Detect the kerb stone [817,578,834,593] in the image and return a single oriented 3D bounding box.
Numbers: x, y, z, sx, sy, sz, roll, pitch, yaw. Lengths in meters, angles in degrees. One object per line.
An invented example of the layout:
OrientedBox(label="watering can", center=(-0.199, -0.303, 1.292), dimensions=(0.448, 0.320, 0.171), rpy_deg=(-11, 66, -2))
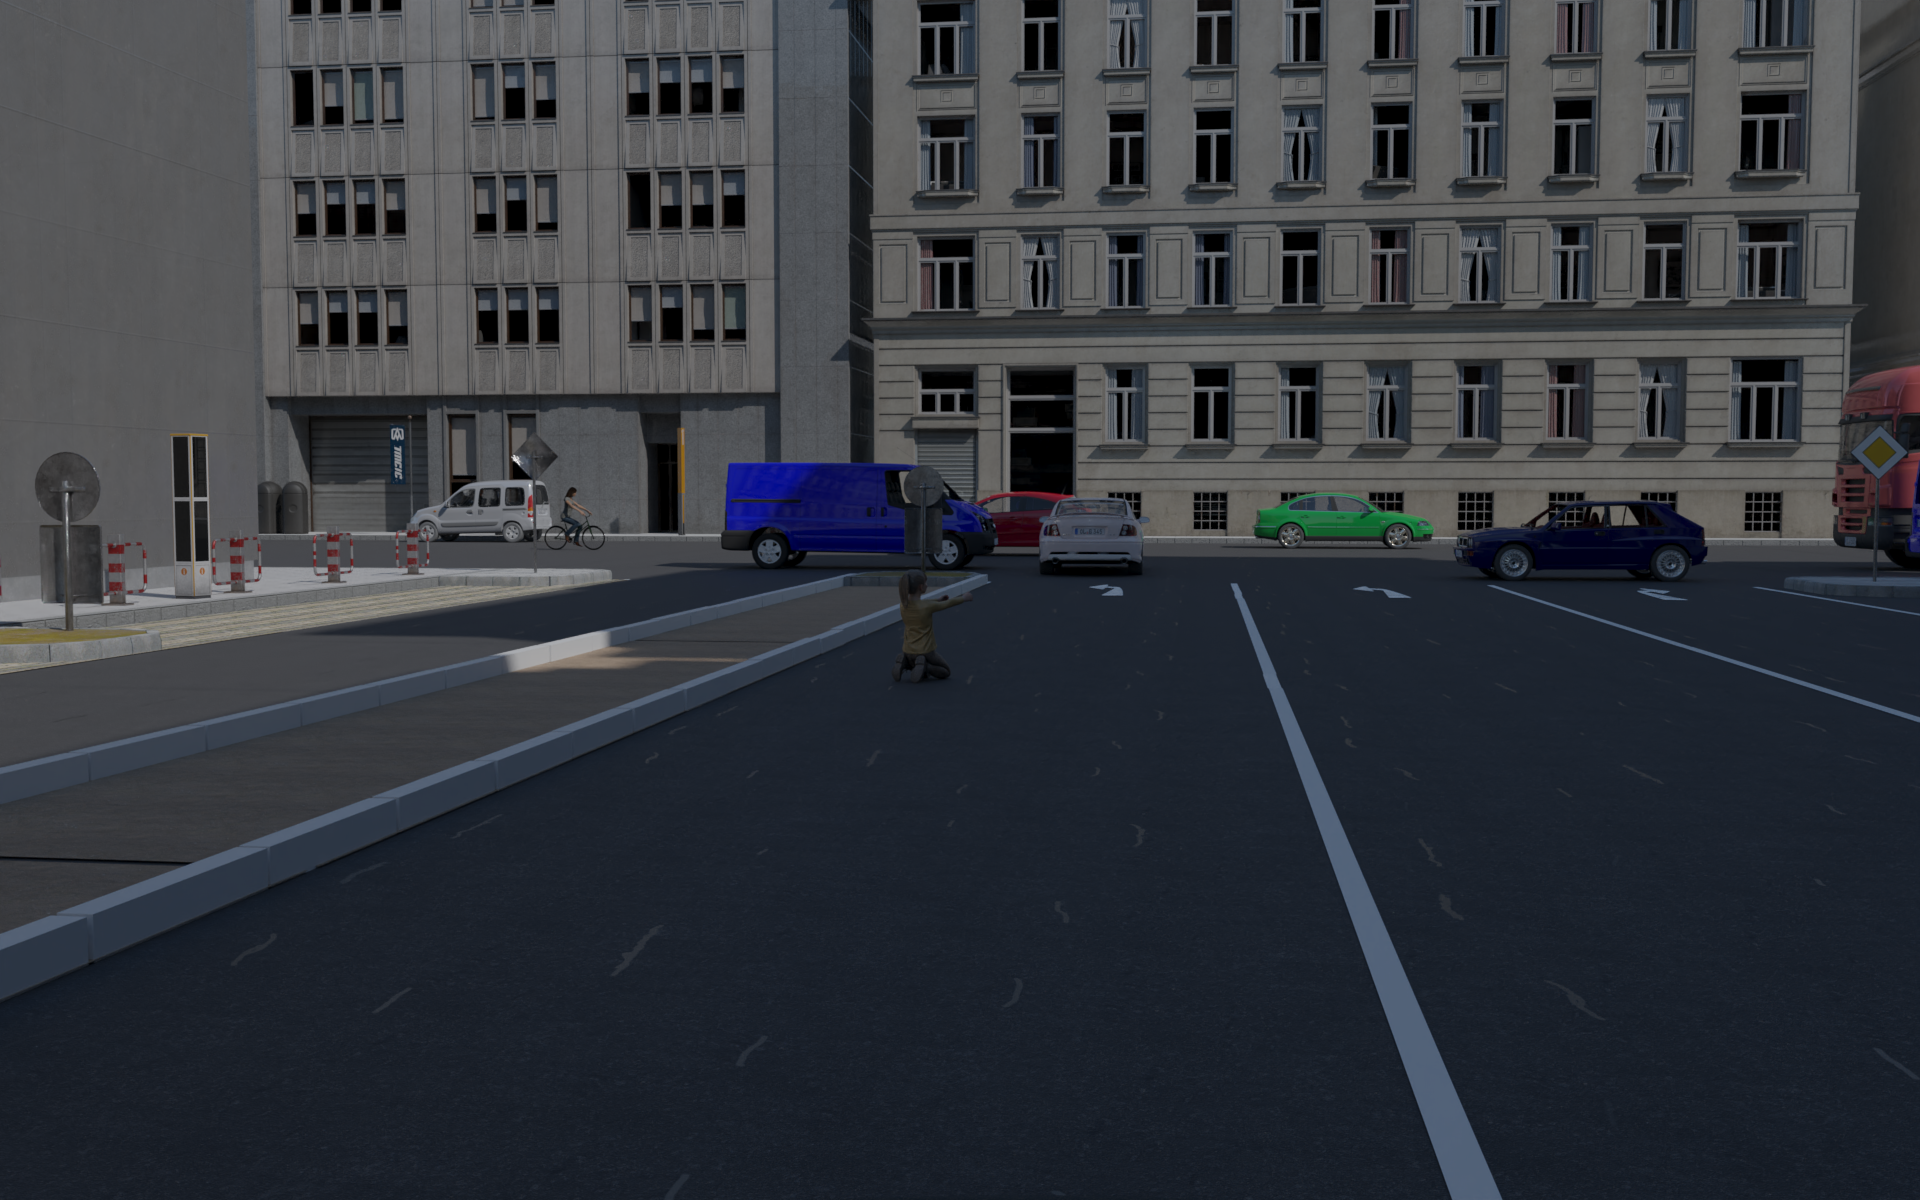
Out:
OrientedBox(label="kerb stone", center=(-2.051, -0.195, 25.386), dimensions=(0.120, 0.150, 1.000), rpy_deg=(0, 4, 8))

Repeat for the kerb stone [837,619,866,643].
OrientedBox(label="kerb stone", center=(-1.103, 0.318, 16.994), dimensions=(0.120, 0.150, 1.000), rpy_deg=(0, 4, 8))

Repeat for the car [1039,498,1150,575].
OrientedBox(label="car", center=(2.478, -1.209, 32.134), dimensions=(2.083, 1.381, 4.827), rpy_deg=(0, 4, 6))

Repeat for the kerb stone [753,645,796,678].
OrientedBox(label="kerb stone", center=(-1.518, 0.505, 13.937), dimensions=(0.120, 0.150, 1.000), rpy_deg=(0, 4, 8))

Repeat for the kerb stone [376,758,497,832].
OrientedBox(label="kerb stone", center=(-2.363, 0.879, 7.830), dimensions=(0.120, 0.150, 1.000), rpy_deg=(0, 4, 8))

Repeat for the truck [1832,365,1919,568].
OrientedBox(label="truck", center=(21.873, -2.654, 32.306), dimensions=(11.283, 4.237, 2.839), rpy_deg=(0, 4, 7))

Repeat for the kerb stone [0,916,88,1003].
OrientedBox(label="kerb stone", center=(-2.777, 1.066, 4.776), dimensions=(0.120, 0.150, 1.000), rpy_deg=(0, 4, 8))

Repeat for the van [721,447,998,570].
OrientedBox(label="van", center=(-1.891, -1.786, 33.593), dimensions=(5.245, 2.365, 2.240), rpy_deg=(0, 4, 7))

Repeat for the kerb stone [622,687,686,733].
OrientedBox(label="kerb stone", center=(-1.940, 0.692, 10.881), dimensions=(0.120, 0.150, 1.000), rpy_deg=(0, 4, 8))

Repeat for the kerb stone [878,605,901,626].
OrientedBox(label="kerb stone", center=(-0.816, 0.194, 19.026), dimensions=(0.120, 0.150, 1.000), rpy_deg=(0, 4, 8))

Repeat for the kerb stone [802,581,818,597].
OrientedBox(label="kerb stone", center=(-2.199, -0.129, 24.371), dimensions=(0.120, 0.150, 1.000), rpy_deg=(0, 4, 8))

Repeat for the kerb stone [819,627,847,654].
OrientedBox(label="kerb stone", center=(-1.229, 0.391, 15.975), dimensions=(0.120, 0.150, 1.000), rpy_deg=(0, 4, 8))

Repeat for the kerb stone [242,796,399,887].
OrientedBox(label="kerb stone", center=(-2.502, 0.941, 6.808), dimensions=(0.120, 0.150, 1.000), rpy_deg=(0, 4, 8))

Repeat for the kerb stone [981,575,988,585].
OrientedBox(label="kerb stone", center=(0.315, -0.302, 27.206), dimensions=(0.120, 0.150, 1.000), rpy_deg=(0, 4, 8))

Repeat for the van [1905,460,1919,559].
OrientedBox(label="van", center=(18.388, -1.442, 27.965), dimensions=(5.245, 2.365, 2.240), rpy_deg=(0, 4, 6))

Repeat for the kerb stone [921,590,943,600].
OrientedBox(label="kerb stone", center=(-0.387, 0.007, 22.084), dimensions=(0.120, 0.150, 1.000), rpy_deg=(0, 4, 8))

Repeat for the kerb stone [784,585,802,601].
OrientedBox(label="kerb stone", center=(-2.332, -0.071, 23.355), dimensions=(0.120, 0.150, 1.000), rpy_deg=(0, 4, 8))

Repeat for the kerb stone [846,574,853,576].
OrientedBox(label="kerb stone", center=(-1.781, -0.320, 27.424), dimensions=(0.120, 0.150, 1.000), rpy_deg=(0, 4, 8))

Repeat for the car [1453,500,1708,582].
OrientedBox(label="car", center=(10.384, -1.015, 29.179), dimensions=(3.894, 1.354, 1.945), rpy_deg=(0, 4, 6))

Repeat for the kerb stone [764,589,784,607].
OrientedBox(label="kerb stone", center=(-2.475, -0.008, 22.334), dimensions=(0.120, 0.150, 1.000), rpy_deg=(0, 4, 8))

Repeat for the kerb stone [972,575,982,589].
OrientedBox(label="kerb stone", center=(0.175, -0.240, 26.190), dimensions=(0.120, 0.150, 1.000), rpy_deg=(0, 4, 8))

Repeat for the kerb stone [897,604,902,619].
OrientedBox(label="kerb stone", center=(-0.675, 0.131, 20.049), dimensions=(0.120, 0.150, 1.000), rpy_deg=(0, 4, 8))

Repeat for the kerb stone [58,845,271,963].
OrientedBox(label="kerb stone", center=(-2.637, 1.003, 5.791), dimensions=(0.120, 0.150, 1.000), rpy_deg=(0, 4, 8))

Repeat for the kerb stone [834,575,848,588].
OrientedBox(label="kerb stone", center=(-1.911, -0.256, 26.405), dimensions=(0.120, 0.150, 1.000), rpy_deg=(0, 4, 8))

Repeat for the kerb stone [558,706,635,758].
OrientedBox(label="kerb stone", center=(-2.083, 0.754, 9.861), dimensions=(0.120, 0.150, 1.000), rpy_deg=(0, 4, 8))

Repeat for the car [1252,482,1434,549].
OrientedBox(label="car", center=(10.127, -2.269, 45.888), dimensions=(4.718, 1.807, 1.959), rpy_deg=(1, 4, 10))

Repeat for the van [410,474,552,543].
OrientedBox(label="van", center=(-14.417, -2.750, 51.969), dimensions=(4.112, 2.044, 2.013), rpy_deg=(1, 4, 8))

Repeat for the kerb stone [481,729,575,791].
OrientedBox(label="kerb stone", center=(-2.217, 0.817, 8.845), dimensions=(0.120, 0.150, 1.000), rpy_deg=(0, 4, 8))

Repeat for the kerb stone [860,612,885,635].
OrientedBox(label="kerb stone", center=(-0.951, 0.256, 18.010), dimensions=(0.120, 0.150, 1.000), rpy_deg=(0, 4, 8))

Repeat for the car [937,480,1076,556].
OrientedBox(label="car", center=(0.975, -1.930, 40.589), dimensions=(4.494, 1.783, 2.155), rpy_deg=(1, 4, 8))

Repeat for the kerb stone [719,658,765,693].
OrientedBox(label="kerb stone", center=(-1.656, 0.572, 12.922), dimensions=(0.120, 0.150, 1.000), rpy_deg=(0, 4, 8))

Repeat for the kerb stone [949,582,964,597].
OrientedBox(label="kerb stone", center=(-0.110, -0.119, 24.138), dimensions=(0.120, 0.150, 1.000), rpy_deg=(0, 4, 8))

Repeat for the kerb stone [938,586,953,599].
OrientedBox(label="kerb stone", center=(-0.252, -0.056, 23.115), dimensions=(0.120, 0.150, 1.000), rpy_deg=(0, 4, 8))

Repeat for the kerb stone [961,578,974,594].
OrientedBox(label="kerb stone", center=(0.039, -0.181, 25.164), dimensions=(0.120, 0.150, 1.000), rpy_deg=(0, 4, 8))

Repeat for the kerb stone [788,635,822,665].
OrientedBox(label="kerb stone", center=(-1.378, 0.443, 14.953), dimensions=(0.120, 0.150, 1.000), rpy_deg=(0, 4, 8))

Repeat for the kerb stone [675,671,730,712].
OrientedBox(label="kerb stone", center=(-1.790, 0.629, 11.905), dimensions=(0.120, 0.150, 1.000), rpy_deg=(0, 4, 8))
